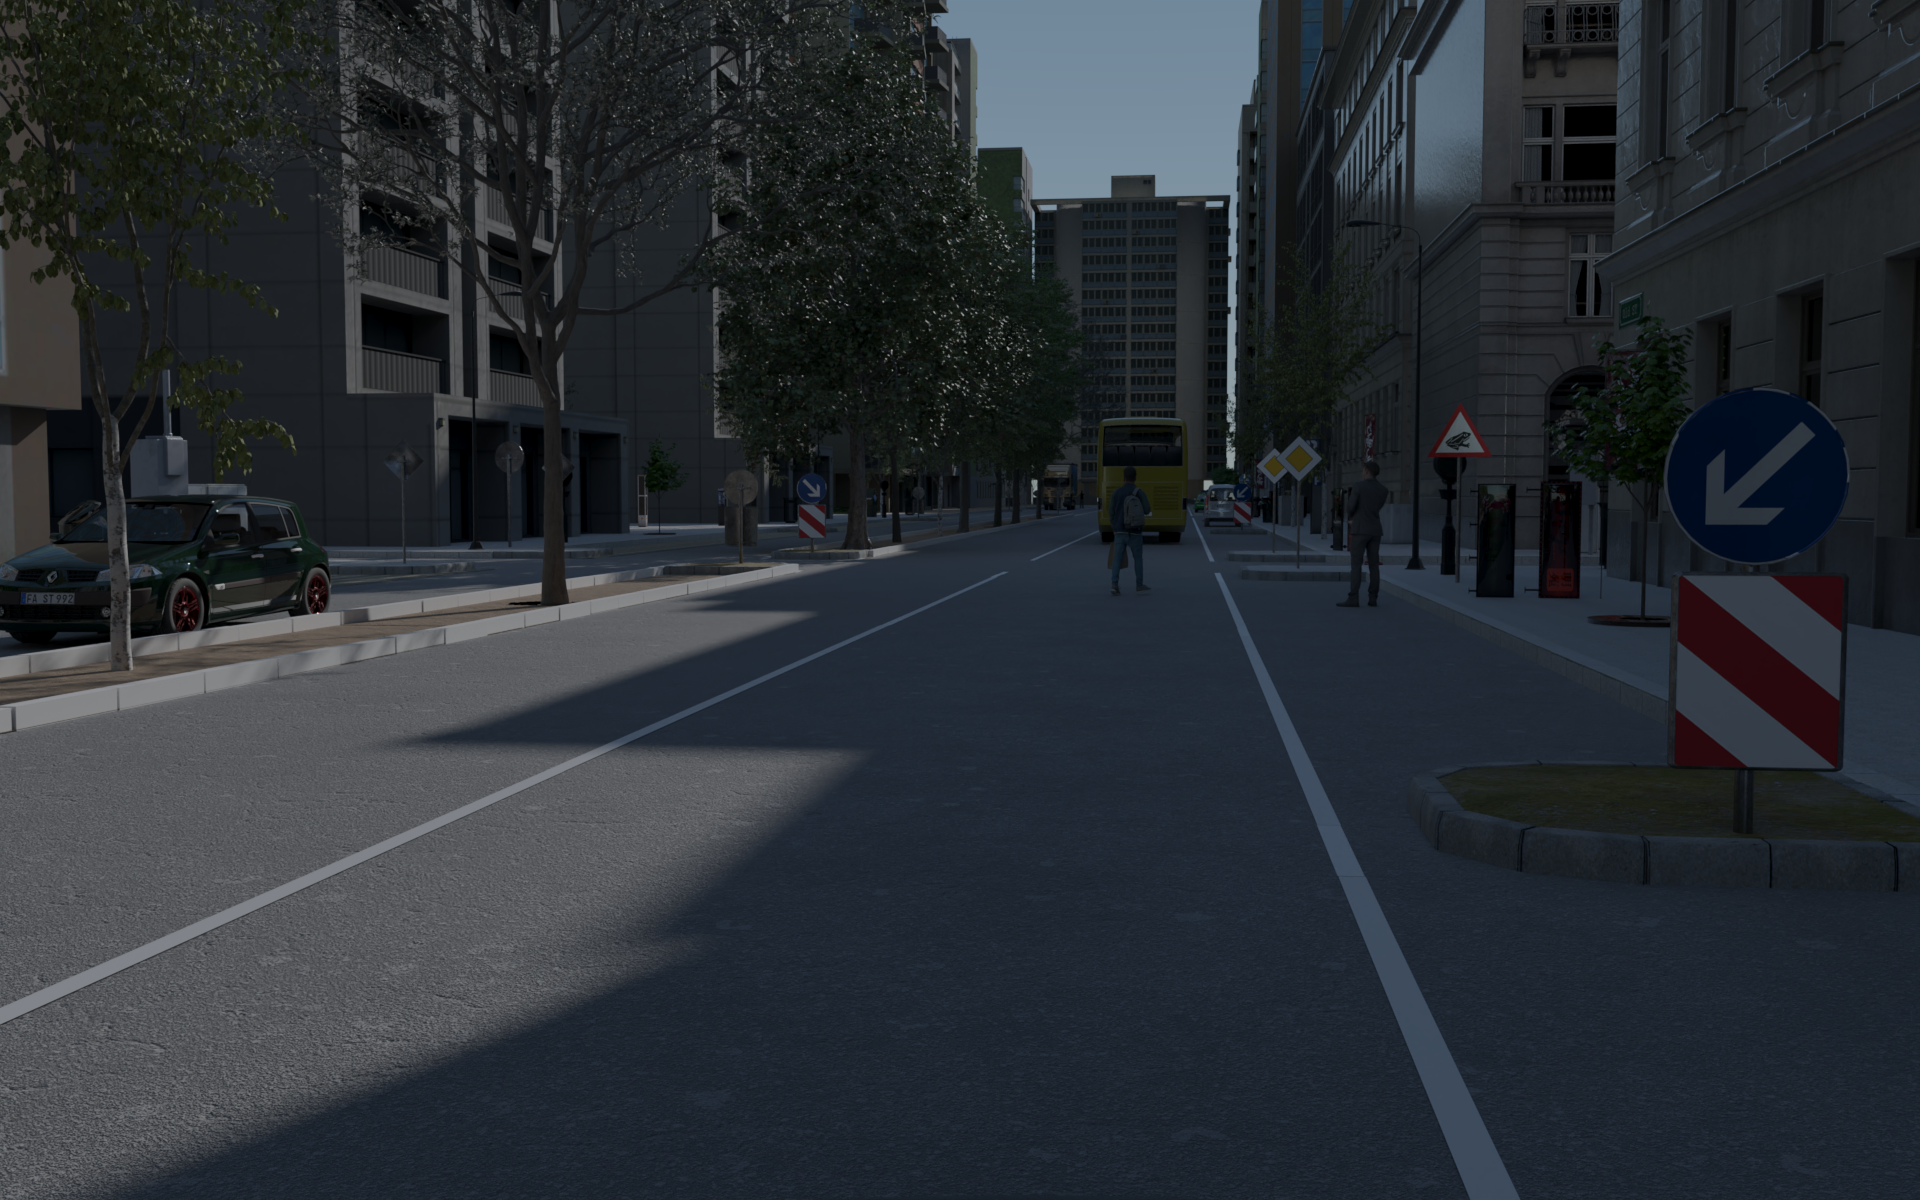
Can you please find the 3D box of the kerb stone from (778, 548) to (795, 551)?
[{"bbox_3d":[-4.052,-1.102,40.238,0.120,0.150,1.000,0,4,7],"label":"kerb stone"}]

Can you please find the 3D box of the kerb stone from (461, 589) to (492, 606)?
[{"bbox_3d":[-6.346,-0.012,22.429,0.120,0.150,1.000,0,4,7],"label":"kerb stone"}]

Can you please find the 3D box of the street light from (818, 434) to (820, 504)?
[{"bbox_3d":[-5.803,-6.419,77.484,1.470,5.913,1.316,0,4,7],"label":"street light"}]

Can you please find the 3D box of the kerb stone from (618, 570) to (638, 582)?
[{"bbox_3d":[-5.557,-0.388,28.533,0.120,0.150,1.000,0,4,7],"label":"kerb stone"}]

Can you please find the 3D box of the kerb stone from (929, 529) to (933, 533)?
[{"bbox_3d":[-1.192,-2.464,62.621,0.120,0.150,1.000,0,4,7],"label":"kerb stone"}]

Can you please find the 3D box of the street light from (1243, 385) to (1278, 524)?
[{"bbox_3d":[12.913,-6.177,73.534,1.470,5.913,1.316,0,4,7],"label":"street light"}]

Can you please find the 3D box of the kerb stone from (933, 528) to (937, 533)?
[{"bbox_3d":[-1.062,-2.530,63.649,0.120,0.150,1.000,0,4,7],"label":"kerb stone"}]

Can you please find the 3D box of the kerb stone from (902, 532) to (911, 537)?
[{"bbox_3d":[-1.836,-2.162,57.539,0.120,0.150,1.000,0,4,7],"label":"kerb stone"}]

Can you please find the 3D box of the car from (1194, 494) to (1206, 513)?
[{"bbox_3d":[18.981,-7.626,133.488,1.959,1.807,4.718,0,4,8],"label":"car"}]

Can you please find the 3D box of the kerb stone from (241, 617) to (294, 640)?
[{"bbox_3d":[-7.003,0.304,17.342,0.120,0.150,1.000,0,4,7],"label":"kerb stone"}]

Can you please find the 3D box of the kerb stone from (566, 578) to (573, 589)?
[{"bbox_3d":[-5.960,-0.200,25.475,0.120,0.150,1.000,0,4,7],"label":"kerb stone"}]

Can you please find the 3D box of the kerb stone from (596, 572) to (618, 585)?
[{"bbox_3d":[-5.689,-0.326,27.520,0.120,0.150,1.000,0,4,7],"label":"kerb stone"}]

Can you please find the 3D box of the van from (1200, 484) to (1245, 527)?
[{"bbox_3d":[11.703,-4.290,77.150,2.013,2.044,4.112,0,4,8],"label":"van"}]

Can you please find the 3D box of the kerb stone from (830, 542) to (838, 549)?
[{"bbox_3d":[-3.410,-1.414,45.319,0.120,0.150,1.000,0,4,7],"label":"kerb stone"}]

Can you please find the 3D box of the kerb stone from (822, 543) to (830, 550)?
[{"bbox_3d":[-3.542,-1.347,44.305,0.120,0.150,1.000,0,4,7],"label":"kerb stone"}]

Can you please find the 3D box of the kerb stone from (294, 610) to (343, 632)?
[{"bbox_3d":[-6.869,0.236,18.362,0.120,0.150,1.000,0,4,7],"label":"kerb stone"}]

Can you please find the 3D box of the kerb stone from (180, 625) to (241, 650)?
[{"bbox_3d":[-7.125,0.361,16.322,0.120,0.150,1.000,0,4,7],"label":"kerb stone"}]

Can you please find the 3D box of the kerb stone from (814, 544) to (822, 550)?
[{"bbox_3d":[-3.670,-1.288,43.291,0.120,0.150,1.000,0,4,7],"label":"kerb stone"}]

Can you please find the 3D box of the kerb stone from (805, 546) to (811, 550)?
[{"bbox_3d":[-3.801,-1.221,42.277,0.120,0.150,1.000,0,4,7],"label":"kerb stone"}]

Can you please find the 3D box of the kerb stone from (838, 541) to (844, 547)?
[{"bbox_3d":[-3.281,-1.477,46.338,0.120,0.150,1.000,0,4,7],"label":"kerb stone"}]

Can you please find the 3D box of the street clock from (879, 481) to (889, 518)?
[{"bbox_3d":[-4.085,-5.429,93.330,0.471,2.002,0.358,-2,4,-33],"label":"street clock"}]

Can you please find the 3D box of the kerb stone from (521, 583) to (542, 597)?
[{"bbox_3d":[-6.089,-0.137,24.461,0.120,0.150,1.000,0,4,7],"label":"kerb stone"}]

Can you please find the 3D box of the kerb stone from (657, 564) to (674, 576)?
[{"bbox_3d":[-5.304,-0.512,30.564,0.120,0.150,1.000,0,4,7],"label":"kerb stone"}]

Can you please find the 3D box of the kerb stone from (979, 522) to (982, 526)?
[{"bbox_3d":[0.758,-3.405,77.886,0.120,0.150,1.000,0,4,7],"label":"kerb stone"}]

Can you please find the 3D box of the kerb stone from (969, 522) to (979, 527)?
[{"bbox_3d":[0.635,-3.344,76.871,0.120,0.150,1.000,0,4,7],"label":"kerb stone"}]

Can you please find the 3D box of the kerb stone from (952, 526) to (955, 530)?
[{"bbox_3d":[-0.408,-2.838,68.739,0.120,0.150,1.000,0,4,7],"label":"kerb stone"}]

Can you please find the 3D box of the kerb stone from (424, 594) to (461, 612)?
[{"bbox_3d":[-6.472,0.048,21.411,0.120,0.150,1.000,0,4,7],"label":"kerb stone"}]

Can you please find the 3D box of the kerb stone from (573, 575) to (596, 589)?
[{"bbox_3d":[-5.828,-0.263,26.498,0.120,0.150,1.000,0,4,7],"label":"kerb stone"}]

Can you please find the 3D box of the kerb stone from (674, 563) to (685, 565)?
[{"bbox_3d":[-5.172,-0.575,31.591,0.120,0.150,1.000,0,4,7],"label":"kerb stone"}]

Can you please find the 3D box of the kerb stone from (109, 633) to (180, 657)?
[{"bbox_3d":[-7.257,0.422,15.303,0.120,0.150,1.000,0,4,7],"label":"kerb stone"}]

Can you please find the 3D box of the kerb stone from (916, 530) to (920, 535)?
[{"bbox_3d":[-1.589,-2.286,59.568,0.120,0.150,1.000,0,4,7],"label":"kerb stone"}]

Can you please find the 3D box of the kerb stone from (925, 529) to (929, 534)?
[{"bbox_3d":[-1.314,-2.407,61.605,0.120,0.150,1.000,0,4,7],"label":"kerb stone"}]

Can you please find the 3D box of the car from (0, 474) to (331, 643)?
[{"bbox_3d":[-8.080,-0.491,17.821,2.009,1.686,4.222,0,4,7],"label":"car"}]

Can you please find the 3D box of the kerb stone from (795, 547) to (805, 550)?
[{"bbox_3d":[-3.931,-1.166,41.253,0.120,0.150,1.000,0,4,7],"label":"kerb stone"}]

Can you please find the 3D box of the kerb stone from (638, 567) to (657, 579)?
[{"bbox_3d":[-5.427,-0.445,29.547,0.120,0.150,1.000,0,4,7],"label":"kerb stone"}]

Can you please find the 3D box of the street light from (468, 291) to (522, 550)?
[{"bbox_3d":[-10.649,-4.113,39.789,1.470,5.913,1.316,0,4,7],"label":"street light"}]

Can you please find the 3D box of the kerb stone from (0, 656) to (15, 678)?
[{"bbox_3d":[-7.519,0.548,13.267,0.120,0.150,1.000,0,4,7],"label":"kerb stone"}]

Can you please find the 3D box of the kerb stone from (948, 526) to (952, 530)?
[{"bbox_3d":[-0.539,-2.784,67.720,0.120,0.150,1.000,0,4,7],"label":"kerb stone"}]

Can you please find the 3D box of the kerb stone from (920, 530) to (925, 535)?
[{"bbox_3d":[-1.444,-2.348,60.584,0.120,0.150,1.000,0,4,7],"label":"kerb stone"}]

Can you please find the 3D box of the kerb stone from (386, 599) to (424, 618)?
[{"bbox_3d":[-6.613,0.111,20.399,0.120,0.150,1.000,0,4,7],"label":"kerb stone"}]

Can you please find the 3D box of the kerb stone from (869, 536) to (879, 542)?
[{"bbox_3d":[-2.626,-1.786,51.424,0.120,0.150,1.000,0,4,7],"label":"kerb stone"}]

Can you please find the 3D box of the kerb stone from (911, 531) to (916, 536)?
[{"bbox_3d":[-1.710,-2.224,58.553,0.120,0.150,1.000,0,4,7],"label":"kerb stone"}]

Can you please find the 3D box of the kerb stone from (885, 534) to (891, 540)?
[{"bbox_3d":[-2.363,-1.908,53.469,0.120,0.150,1.000,0,4,7],"label":"kerb stone"}]

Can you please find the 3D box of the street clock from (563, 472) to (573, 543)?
[{"bbox_3d":[-10.448,-2.515,45.687,0.471,2.002,0.358,-1,4,-14],"label":"street clock"}]

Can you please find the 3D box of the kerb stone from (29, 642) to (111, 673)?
[{"bbox_3d":[-7.385,0.484,14.280,0.120,0.150,1.000,0,4,7],"label":"kerb stone"}]

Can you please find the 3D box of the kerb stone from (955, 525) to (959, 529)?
[{"bbox_3d":[-0.275,-2.907,69.756,0.120,0.150,1.000,0,4,7],"label":"kerb stone"}]

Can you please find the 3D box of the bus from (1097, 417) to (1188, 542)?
[{"bbox_3d":[5.666,-3.845,54.414,2.896,3.916,12.252,0,4,5],"label":"bus"}]

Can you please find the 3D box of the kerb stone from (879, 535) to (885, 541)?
[{"bbox_3d":[-2.487,-1.847,52.445,0.120,0.150,1.000,0,4,7],"label":"kerb stone"}]

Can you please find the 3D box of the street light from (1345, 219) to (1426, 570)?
[{"bbox_3d":[7.218,-3.477,29.388,1.470,5.913,1.316,0,4,7],"label":"street light"}]

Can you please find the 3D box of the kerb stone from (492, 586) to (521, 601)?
[{"bbox_3d":[-6.218,-0.076,23.443,0.120,0.150,1.000,0,4,7],"label":"kerb stone"}]

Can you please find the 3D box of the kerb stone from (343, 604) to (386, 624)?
[{"bbox_3d":[-6.735,0.172,19.384,0.120,0.150,1.000,0,4,7],"label":"kerb stone"}]

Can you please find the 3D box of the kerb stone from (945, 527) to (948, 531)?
[{"bbox_3d":[-0.670,-2.720,66.704,0.120,0.150,1.000,0,4,7],"label":"kerb stone"}]

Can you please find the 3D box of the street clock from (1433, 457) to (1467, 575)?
[{"bbox_3d":[7.756,-1.400,27.463,0.471,2.002,0.358,0,4,-3],"label":"street clock"}]

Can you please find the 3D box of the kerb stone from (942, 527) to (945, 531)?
[{"bbox_3d":[-0.803,-2.660,65.681,0.120,0.150,1.000,0,4,7],"label":"kerb stone"}]

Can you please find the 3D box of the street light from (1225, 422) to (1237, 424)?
[{"bbox_3d":[17.779,-8.513,111.722,1.470,5.913,1.316,0,4,7],"label":"street light"}]
